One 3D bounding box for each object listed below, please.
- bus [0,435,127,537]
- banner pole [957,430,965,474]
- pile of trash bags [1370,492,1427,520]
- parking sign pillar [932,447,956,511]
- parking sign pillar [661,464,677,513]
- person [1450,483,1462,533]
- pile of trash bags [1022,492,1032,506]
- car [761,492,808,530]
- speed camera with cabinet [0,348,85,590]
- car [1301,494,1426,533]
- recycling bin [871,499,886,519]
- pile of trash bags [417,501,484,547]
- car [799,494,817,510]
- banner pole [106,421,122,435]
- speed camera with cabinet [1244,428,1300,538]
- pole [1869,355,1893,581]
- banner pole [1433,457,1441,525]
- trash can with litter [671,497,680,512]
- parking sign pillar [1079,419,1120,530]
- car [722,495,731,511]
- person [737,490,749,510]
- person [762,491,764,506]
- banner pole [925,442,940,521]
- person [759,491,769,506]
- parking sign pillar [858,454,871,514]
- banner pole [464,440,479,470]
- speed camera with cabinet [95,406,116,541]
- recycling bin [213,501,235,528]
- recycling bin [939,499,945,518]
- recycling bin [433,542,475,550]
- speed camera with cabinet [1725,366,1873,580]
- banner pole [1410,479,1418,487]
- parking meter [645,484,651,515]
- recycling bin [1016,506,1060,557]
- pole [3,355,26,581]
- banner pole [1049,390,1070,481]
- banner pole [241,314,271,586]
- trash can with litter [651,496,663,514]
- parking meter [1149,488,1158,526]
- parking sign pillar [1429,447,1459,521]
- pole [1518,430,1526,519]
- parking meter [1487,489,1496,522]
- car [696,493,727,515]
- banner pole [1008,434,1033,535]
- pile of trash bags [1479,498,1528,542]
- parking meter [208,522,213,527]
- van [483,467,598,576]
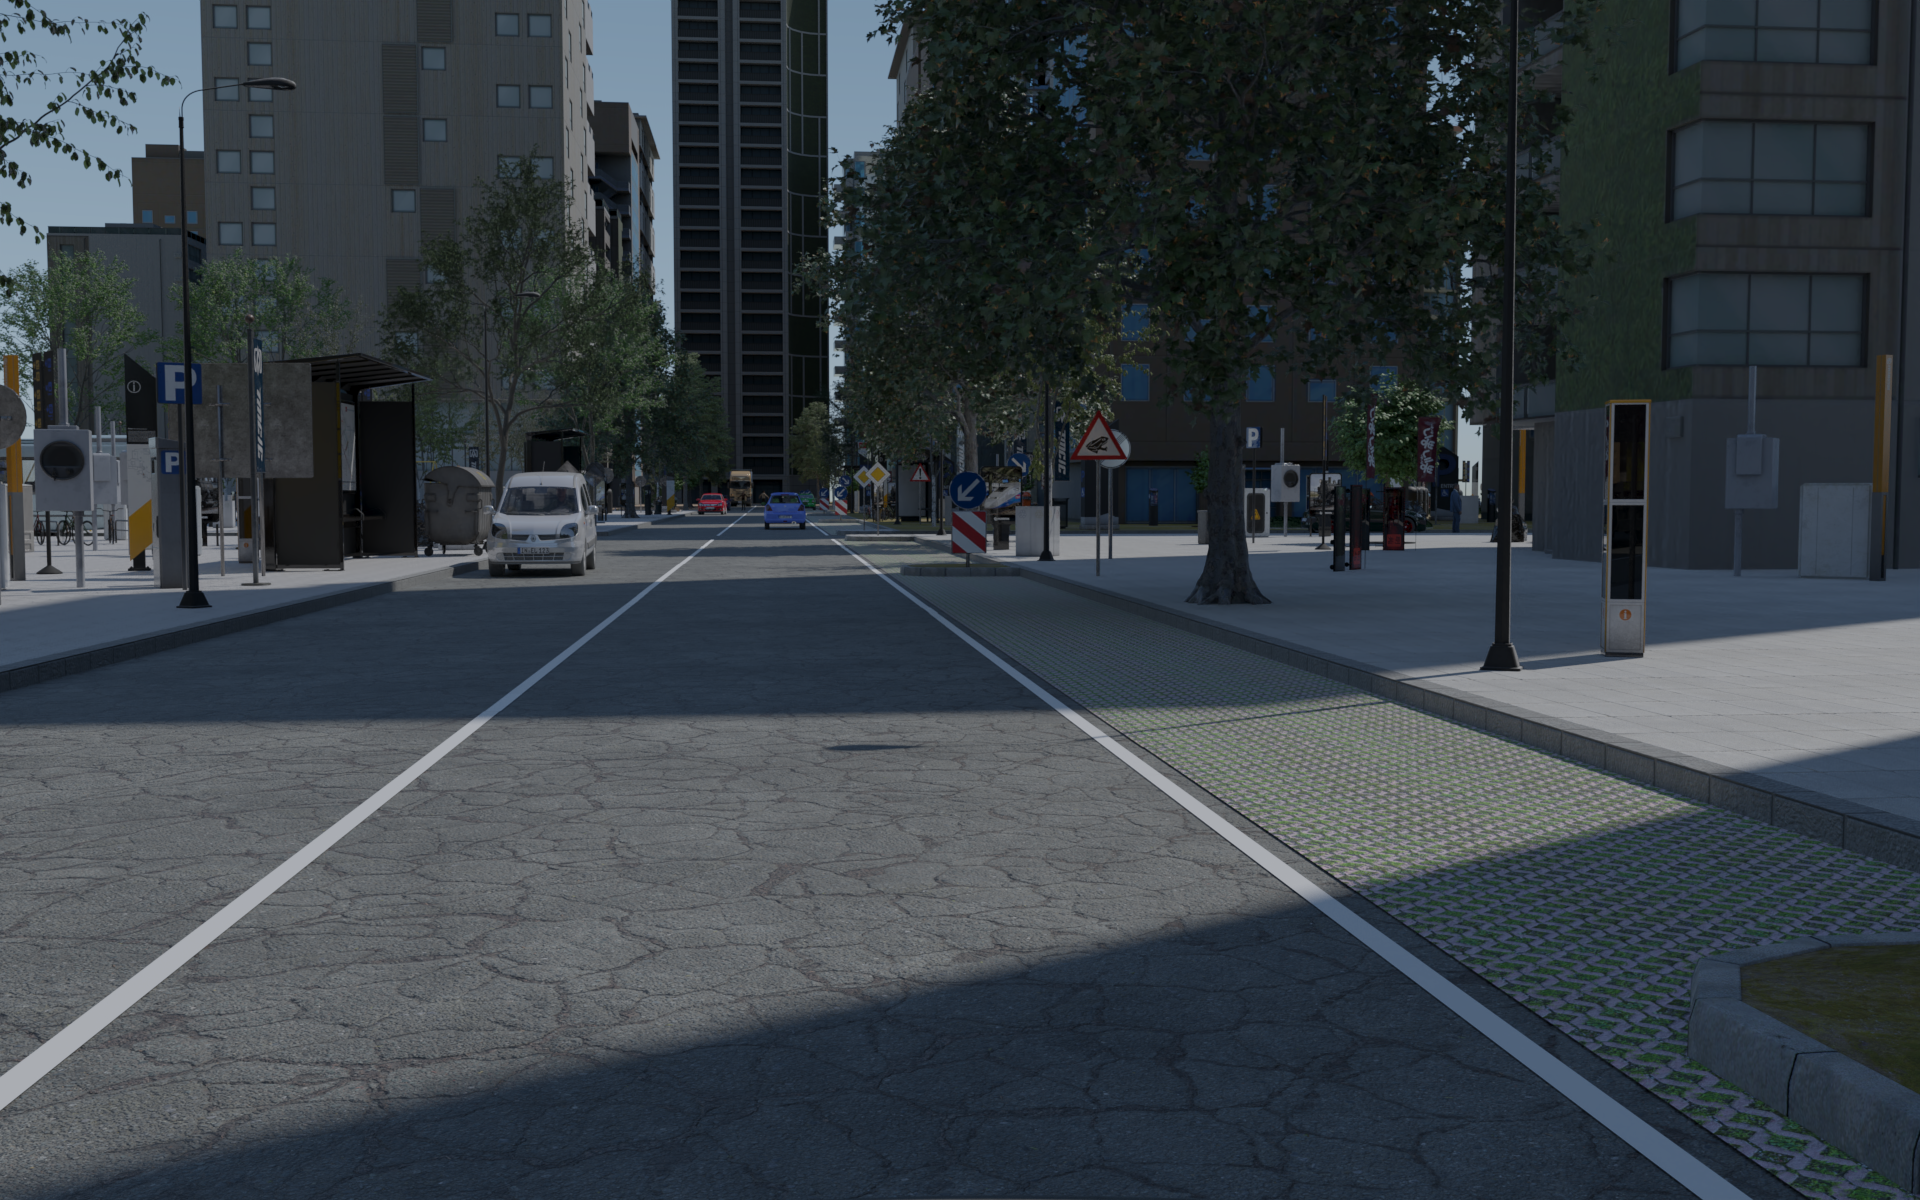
[{"bbox_3d":[-32.594,-3.653,54.589,13.247,3.499,2.948,0,4,-5],"label":"bus"},{"bbox_3d":[0.148,-3.844,52.864,0.401,3.779,0.863,-3,4,-39],"label":"banner pole"},{"bbox_3d":[16.964,-3.597,68.568,3.447,1.369,1.912,-3,5,-41],"label":"pile of trash bags"},{"bbox_3d":[-0.920,-6.772,99.195,1.447,3.967,1.447,-1,4,-15],"label":"parking sign pillar"},{"bbox_3d":[-20.238,-7.990,119.104,1.447,3.967,1.447,0,4,-4],"label":"parking sign pillar"},{"bbox_3d":[16.814,-3.058,58.672,0.419,1.800,0.721,0,4,1],"label":"person"},{"bbox_3d":[2.180,-3.969,74.645,1.912,1.369,3.447,-2,4,-25],"label":"pile of trash bags"},{"bbox_3d":[-7.204,-3.763,71.122,1.945,1.707,3.694,0,4,-7],"label":"car"},{"bbox_3d":[-12.766,-1.765,23.186,2.038,3.252,0.660,-1,4,-23],"label":"speed camera with cabinet"},{"bbox_3d":[13.782,-3.023,59.217,4.222,1.686,2.009,0,4,-5],"label":"car"},{"bbox_3d":[-4.295,-4.798,91.001,0.722,1.027,0.722,0,4,-7],"label":"recycling bin"},{"bbox_3d":[-12.957,-2.079,43.749,1.912,1.369,3.447,0,4,-5],"label":"pile of trash bags"},{"bbox_3d":[-13.585,-8.788,152.483,1.959,1.807,4.718,0,4,-5],"label":"car"},{"bbox_3d":[-29.090,-4.264,59.734,0.863,3.779,0.401,2,4,24],"label":"banner pole"},{"bbox_3d":[9.125,-3.500,51.557,2.038,3.252,0.660,-2,4,-25],"label":"speed camera with cabinet"},{"bbox_3d":[13.549,-1.935,25.473,0.158,3.312,0.155,0,3,0],"label":"pole"},{"bbox_3d":[19.713,-4.999,71.750,0.401,3.779,0.863,1,4,21],"label":"banner pole"},{"bbox_3d":[-20.719,-7.020,126.170,0.624,1.170,1.055,-3,5,-40],"label":"trash can with litter"},{"bbox_3d":[5.018,-4.509,62.196,1.447,3.967,1.447,-1,4,-16],"label":"parking sign pillar"},{"bbox_3d":[-20.728,-8.390,149.750,1.945,1.354,3.894,0,4,-6],"label":"car"},{"bbox_3d":[-19.032,-8.736,151.851,1.217,1.766,0.721,2,4,24],"label":"person"},{"bbox_3d":[-24.052,-12.453,212.066,0.705,1.831,1.348,-1,4,-15],"label":"person"},{"bbox_3d":[-1.242,-5.655,82.484,0.401,3.779,0.863,-2,4,-24],"label":"banner pole"},{"bbox_3d":[-23.376,-12.089,206.171,1.348,1.823,0.705,1,4,22],"label":"person"},{"bbox_3d":[-6.013,-7.723,114.741,1.447,3.967,1.447,0,4,3],"label":"parking sign pillar"},{"bbox_3d":[-22.717,-5.529,80.413,0.863,3.779,0.401,0,4,-3],"label":"banner pole"},{"bbox_3d":[-19.092,-2.779,39.773,0.660,3.252,2.038,3,5,44],"label":"speed camera with cabinet"},{"bbox_3d":[-27.903,-3.247,65.647,0.722,1.027,0.722,-1,4,-17],"label":"recycling bin"},{"bbox_3d":[-0.938,-4.844,91.756,0.722,1.027,0.722,-1,4,-17],"label":"recycling bin"},{"bbox_3d":[-12.122,-1.769,41.481,0.722,1.027,0.722,2,4,35],"label":"recycling bin"},{"bbox_3d":[12.913,-1.973,26.596,2.038,3.252,0.660,2,4,34],"label":"speed camera with cabinet"},{"bbox_3d":[35.800,-8.981,136.860,0.863,3.779,0.401,0,4,4],"label":"banner pole"},{"bbox_3d":[-18.912,-6.069,104.932,0.255,1.863,0.399,1,4,17],"label":"parking meter"},{"bbox_3d":[1.607,-1.422,35.804,0.722,1.027,0.722,2,4,26],"label":"recycling bin"},{"bbox_3d":[-13.939,-1.938,25.529,0.158,3.312,0.155,0,3,0],"label":"pole"},{"bbox_3d":[2.291,-3.112,40.903,0.863,3.779,0.401,-3,4,-36],"label":"banner pole"},{"bbox_3d":[-9.925,-2.107,24.460,0.401,3.779,0.863,0,4,-7],"label":"banner pole"},{"bbox_3d":[-19.242,-5.964,108.904,1.055,1.170,0.624,1,4,9],"label":"trash can with litter"},{"bbox_3d":[7.833,-3.774,70.112,0.372,1.533,0.369,0,3,0],"label":"parking meter"},{"bbox_3d":[23.399,-5.819,83.609,1.447,3.967,1.447,1,4,13],"label":"parking sign pillar"},{"bbox_3d":[17.669,-3.708,54.462,0.158,3.312,0.155,0,3,0],"label":"pole"},{"bbox_3d":[24.138,-4.298,78.679,0.372,1.533,0.369,0,3,0],"label":"parking meter"},{"bbox_3d":[-17.289,-6.842,120.902,2.155,1.783,4.494,0,4,-4],"label":"car"},{"bbox_3d":[1.747,-3.945,54.512,0.863,3.779,0.401,2,4,30],"label":"banner pole"},{"bbox_3d":[15.761,-2.209,45.871,3.447,1.369,1.912,3,5,39],"label":"pile of trash bags"},{"bbox_3d":[-29.026,-3.602,67.308,0.372,1.533,0.369,0,3,0],"label":"parking meter"},{"bbox_3d":[-7.567,-1.499,31.526,2.013,2.044,4.112,0,4,-8],"label":"van"}]
